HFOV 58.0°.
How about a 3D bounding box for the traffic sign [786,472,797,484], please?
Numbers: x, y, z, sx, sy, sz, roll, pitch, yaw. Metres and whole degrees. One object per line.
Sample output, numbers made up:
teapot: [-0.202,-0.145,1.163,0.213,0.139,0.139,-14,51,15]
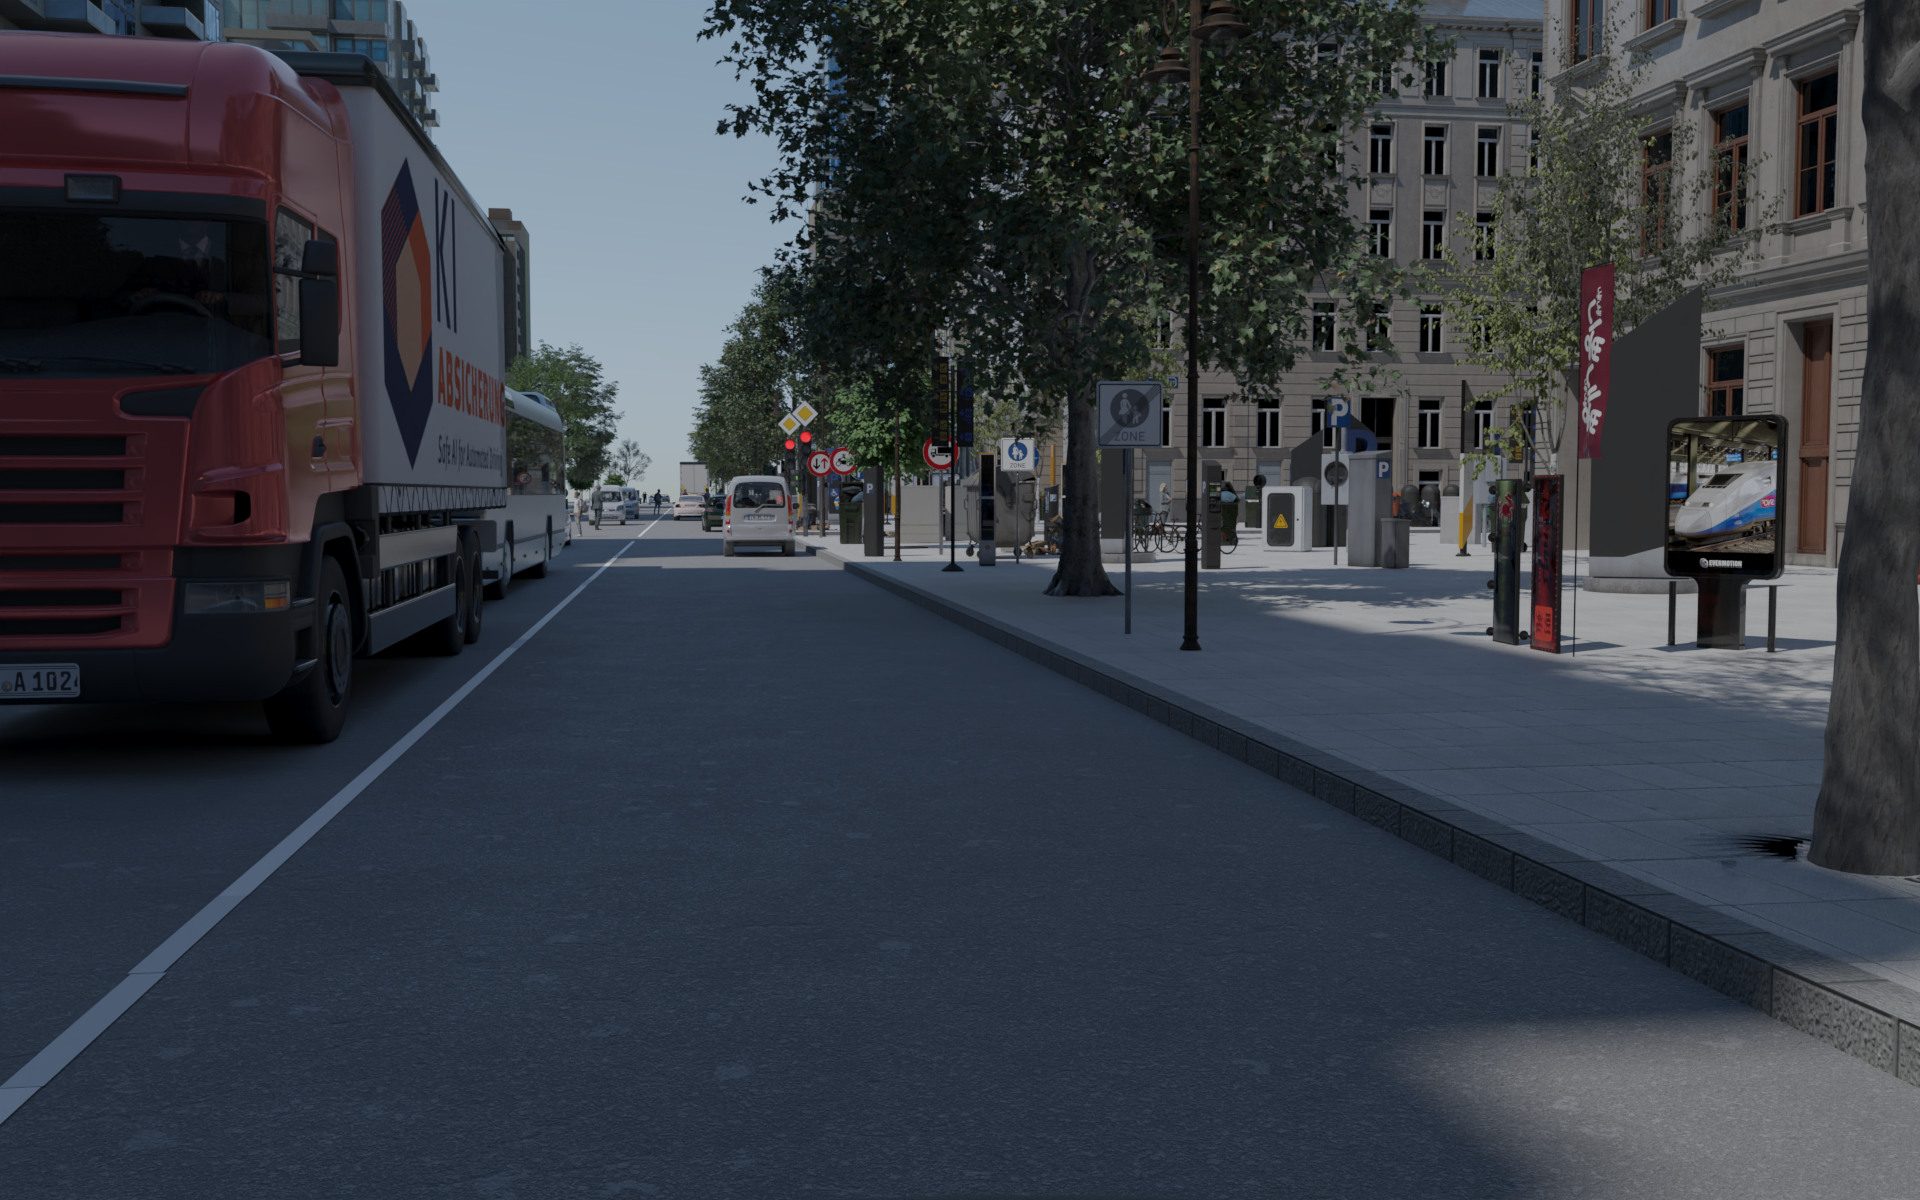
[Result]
traffic sign: [-9.458,-5.928,97.021,0.768,2.556,0.104,-1,4,-9]

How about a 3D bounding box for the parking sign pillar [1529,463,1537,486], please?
parking sign pillar: [38.678,-7.744,115.087,1.447,3.967,1.447,-2,4,-29]

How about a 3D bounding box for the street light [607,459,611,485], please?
street light: [-43.733,-14.877,216.024,0.468,5.910,1.993,-1,4,-9]

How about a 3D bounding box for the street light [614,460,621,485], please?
street light: [-46.690,-16.030,234.879,0.468,5.910,1.993,-1,4,-9]

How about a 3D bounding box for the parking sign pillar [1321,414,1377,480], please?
parking sign pillar: [12.025,-3.903,52.292,1.447,3.967,1.447,-1,4,-21]

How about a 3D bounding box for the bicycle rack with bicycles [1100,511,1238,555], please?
bicycle rack with bicycles: [4.172,-1.456,37.188,2.852,0.926,2.925,-2,4,-30]

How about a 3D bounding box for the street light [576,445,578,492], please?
street light: [-33.739,-10.997,152.595,0.468,5.910,1.993,-1,4,-9]

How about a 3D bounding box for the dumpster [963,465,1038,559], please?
dumpster: [0.816,-1.772,34.730,1.264,1.857,1.865,-1,4,-9]

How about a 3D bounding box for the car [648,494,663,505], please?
car: [-40.966,-13.507,232.848,2.014,1.417,4.499,-1,4,-9]

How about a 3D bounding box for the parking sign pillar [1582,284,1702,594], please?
parking sign pillar: [8.976,-2.095,22.719,1.447,3.967,1.447,1,4,21]

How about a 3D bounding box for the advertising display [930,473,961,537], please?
advertising display: [-0.451,-2.879,52.278,0.974,1.923,0.123,-2,4,-24]

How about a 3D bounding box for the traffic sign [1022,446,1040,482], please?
traffic sign: [1.536,-2.555,41.876,0.768,2.556,0.104,0,4,0]

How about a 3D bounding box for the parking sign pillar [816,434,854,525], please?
parking sign pillar: [-5.307,-5.147,72.624,1.447,3.967,1.447,0,4,-7]

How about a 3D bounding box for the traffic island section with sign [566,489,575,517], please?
traffic island section with sign: [-24.603,-6.052,107.580,1.989,1.847,2.006,-1,4,-9]

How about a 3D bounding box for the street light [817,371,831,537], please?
street light: [-4.093,-4.830,51.757,0.468,5.910,1.993,-1,4,-9]

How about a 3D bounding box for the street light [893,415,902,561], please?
street light: [-1.193,-3.677,32.900,0.468,5.910,1.993,-1,4,-9]

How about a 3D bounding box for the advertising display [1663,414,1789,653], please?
advertising display: [6.305,-0.556,14.301,0.123,1.923,0.974,-3,5,-39]

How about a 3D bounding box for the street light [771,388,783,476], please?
street light: [-8.008,-6.298,75.754,0.468,5.910,1.993,-1,4,-9]

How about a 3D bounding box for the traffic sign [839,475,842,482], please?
traffic sign: [-7.390,-6.274,102.687,0.768,2.556,0.104,0,4,-1]

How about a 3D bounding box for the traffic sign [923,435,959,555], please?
traffic sign: [-0.397,-2.222,36.442,0.768,2.556,0.104,0,4,-4]

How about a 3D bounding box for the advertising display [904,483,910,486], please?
advertising display: [-3.415,-6.613,113.341,0.123,1.923,0.974,1,4,20]

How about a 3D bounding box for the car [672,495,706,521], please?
car: [-14.576,-4.992,93.980,2.083,1.381,4.827,0,4,-8]

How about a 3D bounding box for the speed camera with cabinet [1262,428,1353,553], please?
speed camera with cabinet: [7.710,-2.679,38.140,2.038,3.252,0.660,2,4,32]

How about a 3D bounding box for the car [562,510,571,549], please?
car: [-11.553,-2.108,46.824,2.083,1.381,4.827,-1,4,-9]

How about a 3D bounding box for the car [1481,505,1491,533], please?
car: [19.247,-2.925,59.616,4.920,1.459,2.131,0,4,-7]

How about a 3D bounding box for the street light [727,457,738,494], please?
street light: [-19.880,-10.919,151.312,0.468,5.910,1.993,-1,4,-9]

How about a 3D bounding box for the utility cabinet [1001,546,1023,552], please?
utility cabinet: [1.146,-1.822,38.463,0.318,1.500,1.173,1,4,12]

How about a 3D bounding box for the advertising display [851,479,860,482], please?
advertising display: [-4.300,-4.342,76.211,0.974,1.923,0.123,1,4,18]

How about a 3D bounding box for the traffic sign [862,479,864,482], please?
traffic sign: [-3.565,-3.978,67.162,0.606,2.300,0.079,0,4,-1]

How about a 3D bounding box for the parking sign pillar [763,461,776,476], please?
parking sign pillar: [-13.146,-8.039,119.916,1.447,3.967,1.447,1,4,20]

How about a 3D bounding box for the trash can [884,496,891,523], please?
trash can: [-3.513,-3.794,73.679,0.748,1.137,0.748,0,3,0]

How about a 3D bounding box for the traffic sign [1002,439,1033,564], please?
traffic sign: [1.056,-1.812,31.752,0.606,2.300,0.079,0,4,0]

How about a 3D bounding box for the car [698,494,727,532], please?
car: [-9.056,-3.489,66.830,2.009,1.686,4.222,-1,4,-10]

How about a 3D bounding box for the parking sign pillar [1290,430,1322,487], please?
parking sign pillar: [14.411,-5.117,72.140,1.447,3.967,1.447,0,4,2]

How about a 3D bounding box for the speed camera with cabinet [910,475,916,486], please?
speed camera with cabinet: [-1.229,-4.164,62.418,0.660,3.252,2.038,-1,4,-20]

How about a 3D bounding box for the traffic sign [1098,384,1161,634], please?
traffic sign: [1.539,-0.837,15.813,0.606,2.300,0.079,0,4,-4]

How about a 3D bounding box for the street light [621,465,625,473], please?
street light: [-49.762,-17.207,254.121,0.468,5.910,1.993,-1,4,-9]

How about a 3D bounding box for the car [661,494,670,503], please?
car: [-47.268,-16.201,276.892,2.014,1.417,4.499,-1,4,-11]

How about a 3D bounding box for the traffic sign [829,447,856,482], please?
traffic sign: [-3.149,-2.864,46.931,0.768,2.556,0.104,0,4,-1]

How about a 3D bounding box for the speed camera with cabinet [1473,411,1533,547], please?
speed camera with cabinet: [13.441,-2.901,41.774,2.038,3.252,0.660,0,4,-1]

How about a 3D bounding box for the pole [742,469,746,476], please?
pole: [-13.538,-7.017,108.572,0.158,3.312,0.155,0,3,0]

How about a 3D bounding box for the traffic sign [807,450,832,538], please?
traffic sign: [-4.079,-3.093,50.683,0.768,2.556,0.104,-1,4,-8]

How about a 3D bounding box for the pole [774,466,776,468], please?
pole: [-13.189,-7.953,123.872,0.158,3.312,0.155,0,3,0]

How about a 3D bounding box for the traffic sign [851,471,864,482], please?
traffic sign: [-3.463,-3.688,60.409,0.768,2.556,0.104,0,4,-2]

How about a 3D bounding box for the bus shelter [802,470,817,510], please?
bus shelter: [-7.819,-6.249,93.460,1.731,3.624,6.357,-1,4,-9]

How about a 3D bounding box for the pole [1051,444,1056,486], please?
pole: [3.805,-4.702,70.728,0.158,3.312,0.155,0,3,0]

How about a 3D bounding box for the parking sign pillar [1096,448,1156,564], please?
parking sign pillar: [2.963,-2.691,32.467,1.447,3.967,1.447,1,4,15]

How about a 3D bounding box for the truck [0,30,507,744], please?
truck: [-5.277,-1.482,13.144,2.839,4.237,11.283,-1,4,-9]

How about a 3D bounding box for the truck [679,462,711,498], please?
truck: [-23.744,-10.174,155.265,2.839,4.237,11.283,0,4,-8]

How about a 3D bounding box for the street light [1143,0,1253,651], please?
street light: [1.897,-2.525,14.072,0.468,5.910,1.993,-1,4,-9]
